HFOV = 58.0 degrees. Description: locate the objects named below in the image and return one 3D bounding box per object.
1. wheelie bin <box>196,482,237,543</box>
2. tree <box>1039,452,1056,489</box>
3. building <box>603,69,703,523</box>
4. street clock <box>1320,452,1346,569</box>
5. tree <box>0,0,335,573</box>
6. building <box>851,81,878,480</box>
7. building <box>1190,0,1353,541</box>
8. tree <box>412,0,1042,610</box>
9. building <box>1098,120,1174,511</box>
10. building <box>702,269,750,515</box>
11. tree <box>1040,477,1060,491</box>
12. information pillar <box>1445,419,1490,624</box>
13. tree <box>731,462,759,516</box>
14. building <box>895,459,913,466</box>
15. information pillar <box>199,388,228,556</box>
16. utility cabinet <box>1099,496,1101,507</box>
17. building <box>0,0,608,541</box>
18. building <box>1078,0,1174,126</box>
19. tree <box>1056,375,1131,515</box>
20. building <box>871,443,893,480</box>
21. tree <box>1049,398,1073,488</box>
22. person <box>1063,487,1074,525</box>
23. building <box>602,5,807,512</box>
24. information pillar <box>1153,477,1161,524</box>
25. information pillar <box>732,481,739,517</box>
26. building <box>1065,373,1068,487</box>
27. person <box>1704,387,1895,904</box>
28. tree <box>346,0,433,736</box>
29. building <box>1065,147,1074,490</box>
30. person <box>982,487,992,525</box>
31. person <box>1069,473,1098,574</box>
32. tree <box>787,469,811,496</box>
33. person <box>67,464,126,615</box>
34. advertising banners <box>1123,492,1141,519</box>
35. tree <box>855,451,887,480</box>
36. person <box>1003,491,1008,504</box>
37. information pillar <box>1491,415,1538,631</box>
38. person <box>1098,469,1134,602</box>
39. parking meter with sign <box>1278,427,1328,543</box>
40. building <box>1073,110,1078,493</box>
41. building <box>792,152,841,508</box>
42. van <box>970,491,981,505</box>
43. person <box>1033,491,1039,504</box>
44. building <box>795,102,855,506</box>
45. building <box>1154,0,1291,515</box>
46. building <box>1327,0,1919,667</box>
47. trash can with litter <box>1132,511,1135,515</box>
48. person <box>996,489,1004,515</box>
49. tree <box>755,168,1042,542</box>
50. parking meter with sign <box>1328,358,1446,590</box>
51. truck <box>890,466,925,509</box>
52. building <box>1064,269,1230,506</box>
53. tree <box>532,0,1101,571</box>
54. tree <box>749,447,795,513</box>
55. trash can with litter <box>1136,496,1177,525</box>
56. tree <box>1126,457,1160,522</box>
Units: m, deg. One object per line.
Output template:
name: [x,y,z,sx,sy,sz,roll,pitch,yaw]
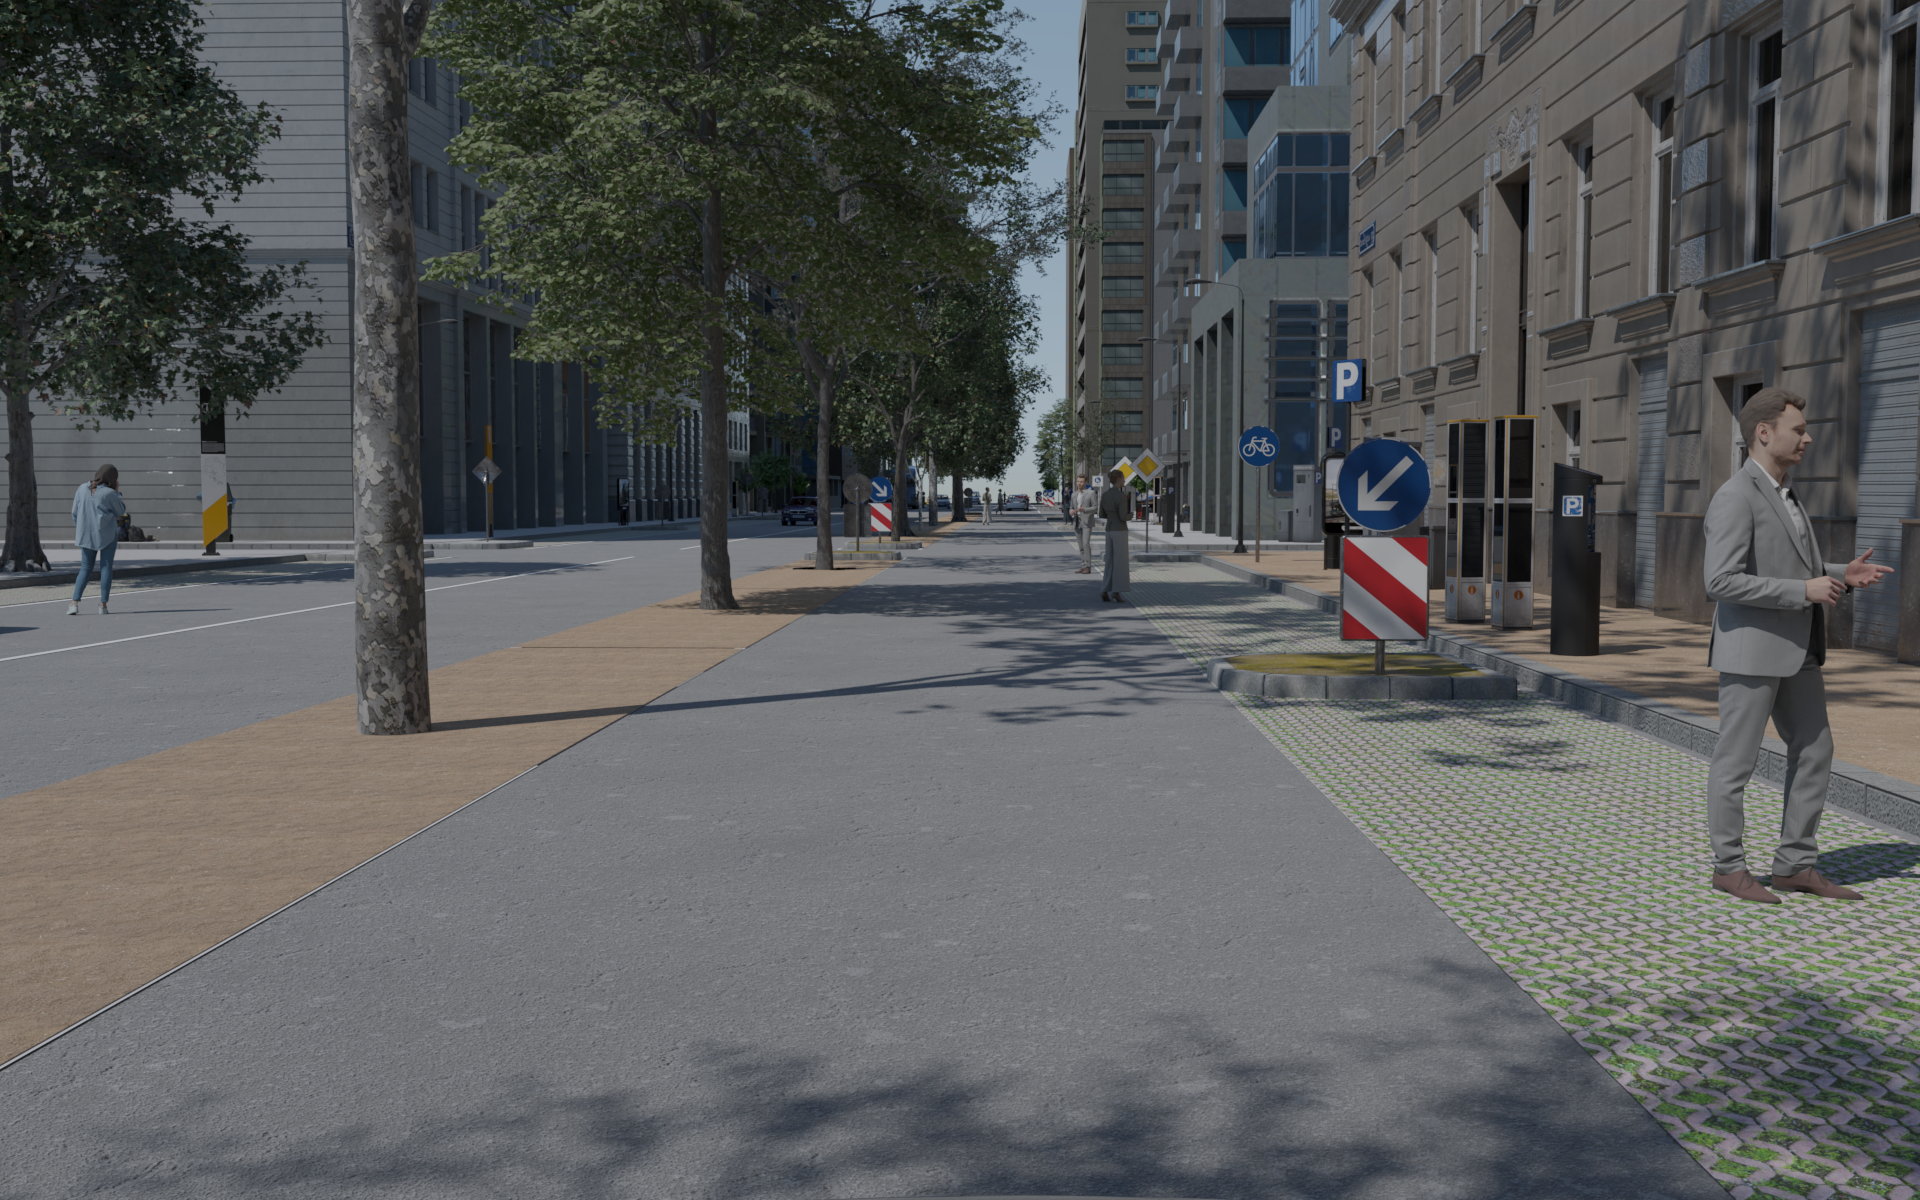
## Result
wheelie bin: [-19.699,-2.320,45.841,0.980,1.594,0.693,-3,5,-41]
tree: [14.243,-19.407,267.672,4.360,8.622,3.978,0,3,0]
building: [-19.276,-15.748,86.362,11.050,23.489,19.941,0,4,2]
street clock: [6.402,-1.533,29.635,0.471,2.002,0.358,-2,4,-29]
tree: [-15.612,-6.822,28.549,9.611,12.733,9.660,0,3,0]
building: [-24.130,-38.577,219.969,28.713,52.752,27.495,0,4,2]
building: [23.492,-45.448,55.747,31.000,86.520,22.319,0,4,2]
tree: [-2.921,-6.120,20.646,7.486,12.596,7.792,0,3,0]
building: [17.927,-22.329,136.776,14.160,30.474,14.107,0,4,2]
building: [-19.272,-15.296,104.835,10.420,20.320,16.860,0,4,2]
tree: [14.396,-17.877,276.009,4.285,4.588,4.351,0,3,0]
information pillar: [5.037,-0.779,17.222,0.304,2.012,0.304,-1,4,-10]
tree: [-12.850,-6.639,103.149,1.663,3.219,1.824,0,3,0]
building: [-14.864,-36.007,272.315,14.154,41.232,14.086,0,4,2]
information pillar: [-15.520,-2.730,35.987,0.504,3.616,0.183,-1,4,-18]
utility cabinet: [7.828,-5.128,95.000,0.306,1.237,1.020,1,4,11]
building: [-21.484,-17.365,61.405,11.434,29.767,29.804,0,4,2]
building: [21.499,-32.471,154.598,21.300,48.544,21.600,0,4,2]
tree: [8.305,-9.542,106.373,4.360,8.622,3.978,0,3,0]
building: [-19.978,-38.487,248.877,23.786,49.044,30.456,0,4,2]
tree: [11.908,-17.513,204.456,7.486,12.596,7.792,0,3,0]
person: [4.968,-4.344,79.944,0.534,1.772,0.576,-3,5,-40]
building: [-24.084,-29.459,136.274,22.147,44.769,28.867,0,4,2]
information pillar: [8.449,-4.266,74.246,0.304,2.012,0.304,0,4,5]
information pillar: [-12.664,-5.690,97.525,0.304,2.012,0.304,1,4,9]
building: [25.376,-37.489,236.639,21.300,48.544,21.600,0,4,2]
person: [2.896,0.163,6.038,0.583,1.804,0.606,3,5,44]
tree: [-2.216,-9.208,8.899,12.611,20.169,13.585,0,3,0]
building: [20.440,-34.761,218.458,14.600,45.320,14.200,0,4,2]
person: [1.285,-4.331,79.863,0.519,1.759,0.362,2,4,34]
person: [2.168,-1.376,31.193,0.606,1.804,0.583,2,4,35]
tree: [-11.981,-8.333,130.839,1.663,3.219,1.824,0,3,0]
person: [-10.288,-0.724,20.599,0.793,1.790,0.793,-2,4,-34]
advertising banners: [9.109,-5.597,87.694,2.074,3.025,0.090,-1,4,-18]
tree: [-10.311,-14.967,195.066,4.360,8.622,3.978,0,3,0]
person: [6.475,-14.776,250.107,0.705,1.821,1.348,3,5,43]
information pillar: [5.220,-0.724,16.330,0.304,2.012,0.304,0,4,-5]
person: [2.096,-0.848,22.921,0.362,1.759,0.519,-2,4,-35]
parking meter with sign: [9.177,-3.021,45.648,0.543,3.016,1.738,-3,5,-41]
building: [19.287,-30.821,187.518,14.154,41.232,14.086,0,4,2]
building: [-27.987,-28.832,163.286,32.217,40.220,23.993,0,4,2]
van: [1.937,-14.015,236.151,2.013,2.044,4.112,0,4,4]
person: [10.370,-13.647,231.557,1.348,1.831,0.705,3,4,38]
building: [-18.688,-32.550,182.300,14.600,45.320,14.200,0,4,2]
building: [22.833,-29.251,97.860,23.786,49.044,30.456,0,4,2]
building: [13.136,-13.798,22.856,12.463,27.353,25.104,0,4,2]
trash can with litter: [9.968,-5.584,102.690,0.624,1.170,1.055,-3,4,-36]
person: [2.718,-6.728,118.722,0.641,1.798,0.478,-1,4,-12]
tree: [-1.905,-6.893,49.563,8.767,10.594,7.601,0,4,2]
parking meter with sign: [5.757,-1.633,22.962,1.738,3.016,0.543,-2,4,-31]
truck: [-5.096,-11.064,170.647,2.967,4.110,18.799,0,4,2]
building: [27.331,-58.087,262.397,22.319,86.520,31.000,0,4,2]
tree: [-2.580,-7.311,32.364,12.009,13.543,11.850,0,3,0]
tree: [-13.019,-8.294,119.327,4.285,4.588,4.351,0,3,0]
trash can with litter: [8.184,-3.698,71.514,1.678,1.210,2.233,0,4,1]
tree: [8.495,-5.205,79.709,1.663,3.219,1.824,0,3,0]
